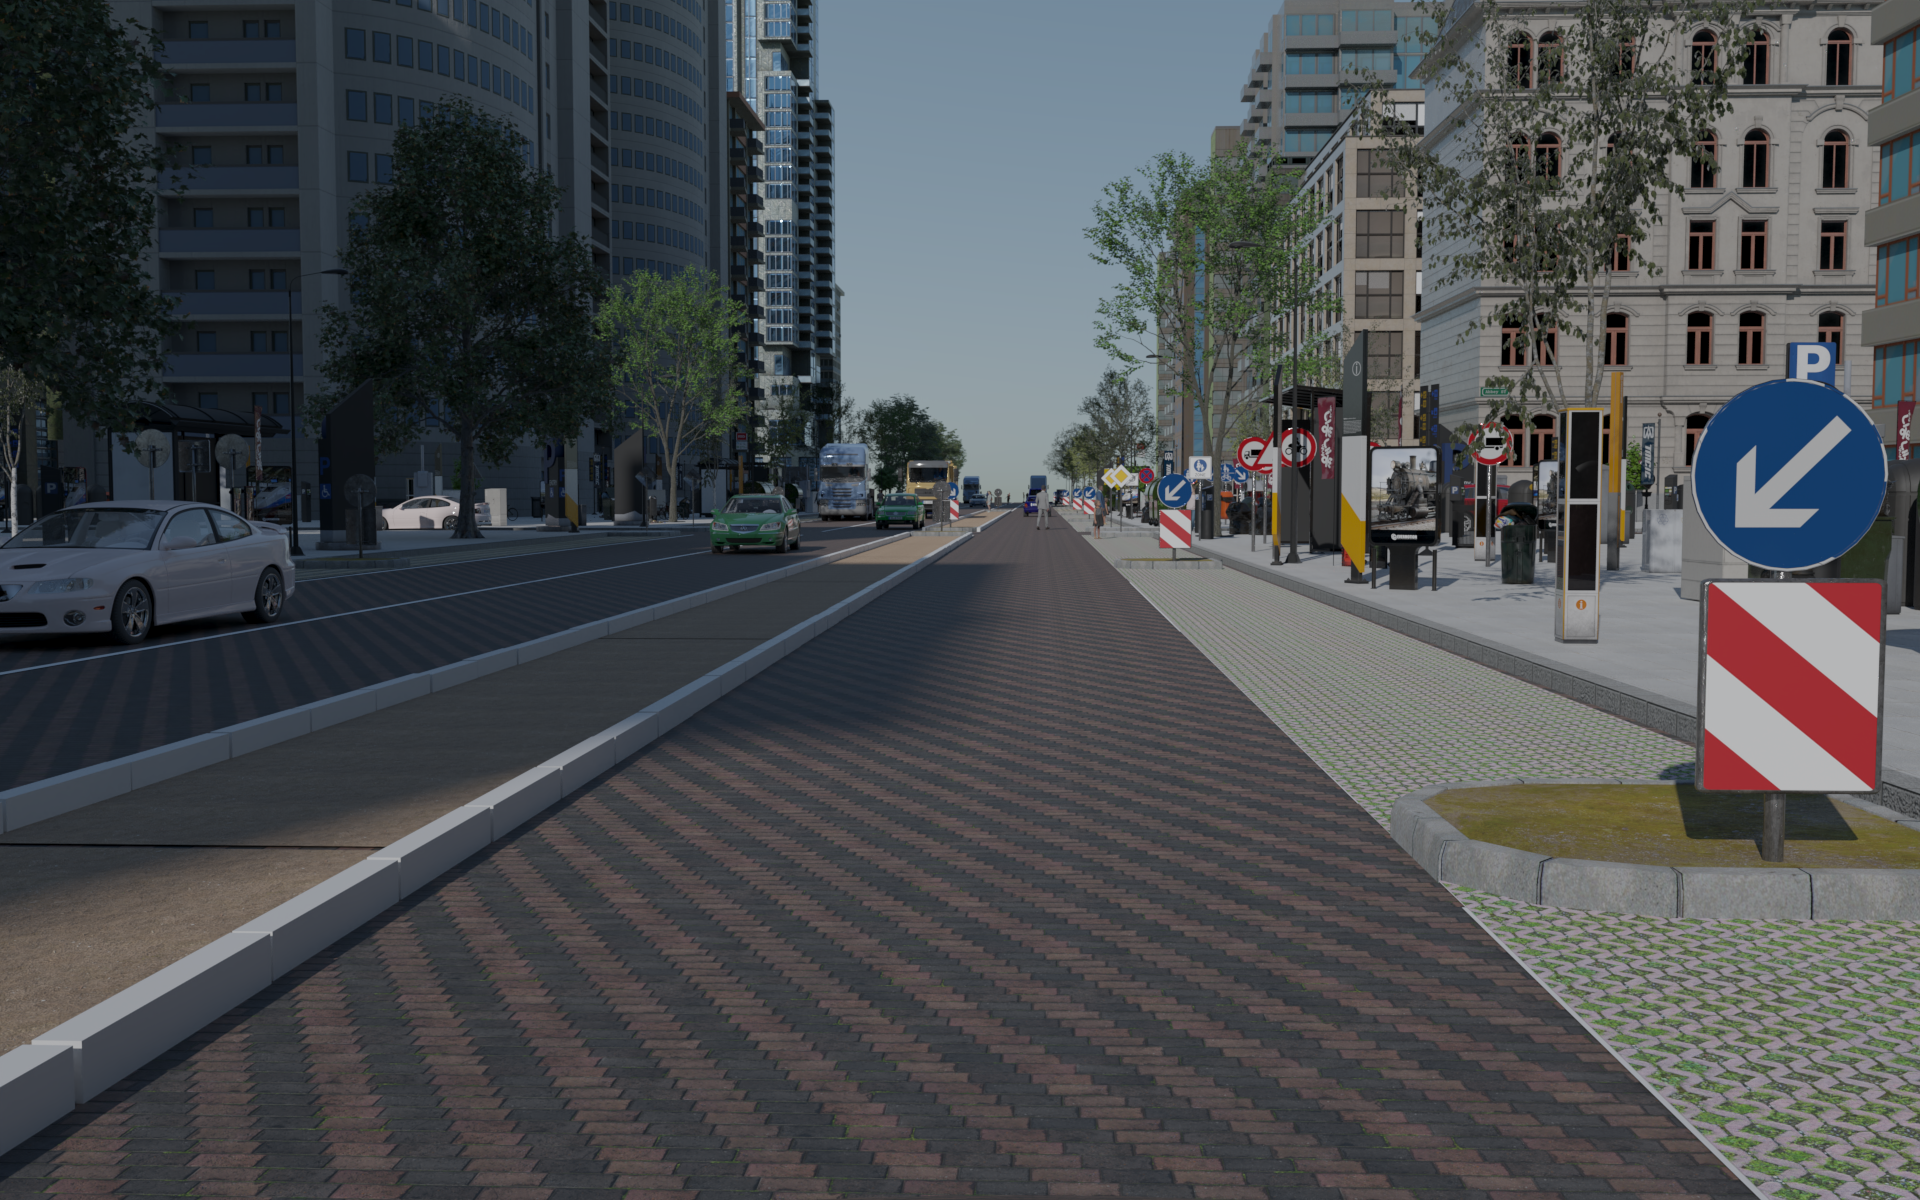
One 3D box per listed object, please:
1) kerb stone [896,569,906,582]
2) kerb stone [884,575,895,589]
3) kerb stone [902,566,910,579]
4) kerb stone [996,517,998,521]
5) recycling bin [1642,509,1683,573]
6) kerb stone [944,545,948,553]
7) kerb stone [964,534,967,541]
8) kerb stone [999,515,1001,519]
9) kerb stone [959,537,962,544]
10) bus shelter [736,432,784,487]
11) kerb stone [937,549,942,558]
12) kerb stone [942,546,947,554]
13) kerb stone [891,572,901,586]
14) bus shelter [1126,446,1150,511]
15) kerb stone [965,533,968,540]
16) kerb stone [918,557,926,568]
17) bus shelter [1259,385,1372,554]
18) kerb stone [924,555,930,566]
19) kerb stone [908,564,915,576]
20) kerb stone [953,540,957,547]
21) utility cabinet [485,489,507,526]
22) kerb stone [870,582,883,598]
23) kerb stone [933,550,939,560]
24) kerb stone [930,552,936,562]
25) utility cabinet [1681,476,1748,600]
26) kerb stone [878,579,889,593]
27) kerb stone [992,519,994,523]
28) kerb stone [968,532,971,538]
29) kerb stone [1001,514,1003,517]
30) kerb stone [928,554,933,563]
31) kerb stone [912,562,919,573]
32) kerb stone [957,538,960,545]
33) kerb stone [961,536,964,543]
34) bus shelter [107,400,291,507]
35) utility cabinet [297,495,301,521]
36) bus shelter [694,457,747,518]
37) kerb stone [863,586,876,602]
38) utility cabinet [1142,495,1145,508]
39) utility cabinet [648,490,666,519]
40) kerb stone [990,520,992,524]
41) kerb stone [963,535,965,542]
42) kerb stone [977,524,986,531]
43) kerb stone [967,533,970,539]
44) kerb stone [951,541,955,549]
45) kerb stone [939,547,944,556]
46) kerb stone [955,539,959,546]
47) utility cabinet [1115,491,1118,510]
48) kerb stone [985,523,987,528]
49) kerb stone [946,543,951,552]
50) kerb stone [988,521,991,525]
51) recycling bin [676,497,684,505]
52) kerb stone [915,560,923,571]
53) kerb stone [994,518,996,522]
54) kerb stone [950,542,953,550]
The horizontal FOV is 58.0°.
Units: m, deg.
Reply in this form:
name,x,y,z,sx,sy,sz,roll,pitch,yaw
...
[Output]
name,x,y,z,sx,sy,sz,roll,pitch,yaw
kerb stone,-1.022,-0.361,28.128,0.120,0.150,1.000,0,4,3
kerb stone,-1.117,-0.233,26.085,0.120,0.150,1.000,0,4,3
kerb stone,-0.974,-0.426,29.156,0.120,0.150,1.000,0,4,3
kerb stone,1.711,-4.026,88.018,0.120,0.150,1.000,0,4,3
recycling bin,11.608,-0.966,28.342,0.722,1.027,0.722,1,4,10
kerb stone,-0.423,-1.176,41.421,0.120,0.150,1.000,0,4,3
kerb stone,0.052,-1.804,51.684,0.120,0.150,1.000,0,4,3
kerb stone,2.040,-4.464,95.187,0.120,0.150,1.000,0,4,3
kerb stone,-0.085,-1.615,48.599,0.120,0.150,1.000,0,4,3
bus shelter,-13.299,-8.393,114.851,2.179,5.291,8.768,0,4,3
kerb stone,-0.551,-0.988,38.353,0.120,0.150,1.000,0,4,3
kerb stone,-0.459,-1.113,40.399,0.120,0.150,1.000,0,4,3
kerb stone,-1.067,-0.299,27.106,0.120,0.150,1.000,0,4,3
bus shelter,13.243,-9.475,132.556,2.179,5.291,8.768,0,4,3
kerb stone,0.099,-1.866,52.706,0.120,0.150,1.000,0,4,3
kerb stone,-0.791,-0.675,33.241,0.120,0.150,1.000,0,4,3
bus shelter,8.183,-2.994,40.242,1.731,3.624,6.357,0,4,3
kerb stone,-0.743,-0.738,34.263,0.120,0.150,1.000,0,4,3
kerb stone,-0.926,-0.488,30.178,0.120,0.150,1.000,0,4,3
kerb stone,-0.227,-1.427,45.529,0.120,0.150,1.000,0,4,3
utility cabinet,-18.595,-3.711,69.349,0.318,1.500,1.173,-3,5,-44
kerb stone,-1.213,-0.112,24.029,0.120,0.150,1.000,0,4,3
kerb stone,-0.596,-0.926,37.329,0.120,0.150,1.000,0,4,3
kerb stone,-0.644,-0.861,36.308,0.120,0.150,1.000,0,4,3
utility cabinet,8.935,-0.722,20.483,0.318,1.500,1.173,0,4,1
kerb stone,-1.164,-0.175,25.050,0.120,0.150,1.000,0,4,3
kerb stone,1.384,-3.587,80.847,0.120,0.150,1.000,0,4,3
kerb stone,0.193,-1.991,54.755,0.120,0.150,1.000,0,4,3
kerb stone,2.273,-4.775,100.327,0.120,0.150,1.000,0,4,3
kerb stone,-0.693,-0.798,35.284,0.120,0.150,1.000,0,4,3
kerb stone,-0.884,-0.544,31.199,0.120,0.150,1.000,0,4,3
kerb stone,-0.144,-1.552,47.579,0.120,0.150,1.000,0,4,3
kerb stone,-0.043,-1.678,49.636,0.120,0.150,1.000,0,4,3
bus shelter,-17.683,-2.829,40.185,2.014,3.302,5.546,0,4,3
utility cabinet,-31.895,-4.405,83.177,0.306,1.237,1.020,-2,4,-31
bus shelter,-13.307,-6.279,96.592,2.014,3.302,5.546,0,4,3
kerb stone,-1.258,-0.046,23.007,0.120,0.150,1.000,0,4,3
utility cabinet,9.221,-4.391,82.955,1.020,1.237,0.306,3,4,39
utility cabinet,-15.673,-4.887,88.589,1.173,1.500,0.318,-1,4,-17
kerb stone,1.243,-3.400,77.778,0.120,0.150,1.000,0,4,3
kerb stone,0.004,-1.740,50.663,0.120,0.150,1.000,0,4,3
kerb stone,0.864,-2.899,69.597,0.120,0.150,1.000,0,4,3
kerb stone,0.154,-1.923,53.733,0.120,0.150,1.000,0,4,3
kerb stone,-0.269,-1.364,44.507,0.120,0.150,1.000,0,4,3
kerb stone,-0.508,-1.051,39.374,0.120,0.150,1.000,0,4,3
kerb stone,-0.185,-1.490,46.550,0.120,0.150,1.000,0,4,3
utility cabinet,12.789,-8.101,141.127,0.318,1.500,1.173,-1,4,-15
kerb stone,0.920,-2.962,70.617,0.120,0.150,1.000,0,4,3
kerb stone,-0.367,-1.239,42.454,0.120,0.150,1.000,0,4,3
kerb stone,1.150,-3.270,75.734,0.120,0.150,1.000,0,4,3
recycling bin,-21.265,-7.242,130.964,0.722,1.027,0.722,-3,5,-42
kerb stone,-0.830,-0.609,32.220,0.120,0.150,1.000,0,4,3
kerb stone,1.569,-3.838,84.945,0.120,0.150,1.000,0,4,3
kerb stone,-0.327,-1.301,43.481,0.120,0.150,1.000,0,4,3
